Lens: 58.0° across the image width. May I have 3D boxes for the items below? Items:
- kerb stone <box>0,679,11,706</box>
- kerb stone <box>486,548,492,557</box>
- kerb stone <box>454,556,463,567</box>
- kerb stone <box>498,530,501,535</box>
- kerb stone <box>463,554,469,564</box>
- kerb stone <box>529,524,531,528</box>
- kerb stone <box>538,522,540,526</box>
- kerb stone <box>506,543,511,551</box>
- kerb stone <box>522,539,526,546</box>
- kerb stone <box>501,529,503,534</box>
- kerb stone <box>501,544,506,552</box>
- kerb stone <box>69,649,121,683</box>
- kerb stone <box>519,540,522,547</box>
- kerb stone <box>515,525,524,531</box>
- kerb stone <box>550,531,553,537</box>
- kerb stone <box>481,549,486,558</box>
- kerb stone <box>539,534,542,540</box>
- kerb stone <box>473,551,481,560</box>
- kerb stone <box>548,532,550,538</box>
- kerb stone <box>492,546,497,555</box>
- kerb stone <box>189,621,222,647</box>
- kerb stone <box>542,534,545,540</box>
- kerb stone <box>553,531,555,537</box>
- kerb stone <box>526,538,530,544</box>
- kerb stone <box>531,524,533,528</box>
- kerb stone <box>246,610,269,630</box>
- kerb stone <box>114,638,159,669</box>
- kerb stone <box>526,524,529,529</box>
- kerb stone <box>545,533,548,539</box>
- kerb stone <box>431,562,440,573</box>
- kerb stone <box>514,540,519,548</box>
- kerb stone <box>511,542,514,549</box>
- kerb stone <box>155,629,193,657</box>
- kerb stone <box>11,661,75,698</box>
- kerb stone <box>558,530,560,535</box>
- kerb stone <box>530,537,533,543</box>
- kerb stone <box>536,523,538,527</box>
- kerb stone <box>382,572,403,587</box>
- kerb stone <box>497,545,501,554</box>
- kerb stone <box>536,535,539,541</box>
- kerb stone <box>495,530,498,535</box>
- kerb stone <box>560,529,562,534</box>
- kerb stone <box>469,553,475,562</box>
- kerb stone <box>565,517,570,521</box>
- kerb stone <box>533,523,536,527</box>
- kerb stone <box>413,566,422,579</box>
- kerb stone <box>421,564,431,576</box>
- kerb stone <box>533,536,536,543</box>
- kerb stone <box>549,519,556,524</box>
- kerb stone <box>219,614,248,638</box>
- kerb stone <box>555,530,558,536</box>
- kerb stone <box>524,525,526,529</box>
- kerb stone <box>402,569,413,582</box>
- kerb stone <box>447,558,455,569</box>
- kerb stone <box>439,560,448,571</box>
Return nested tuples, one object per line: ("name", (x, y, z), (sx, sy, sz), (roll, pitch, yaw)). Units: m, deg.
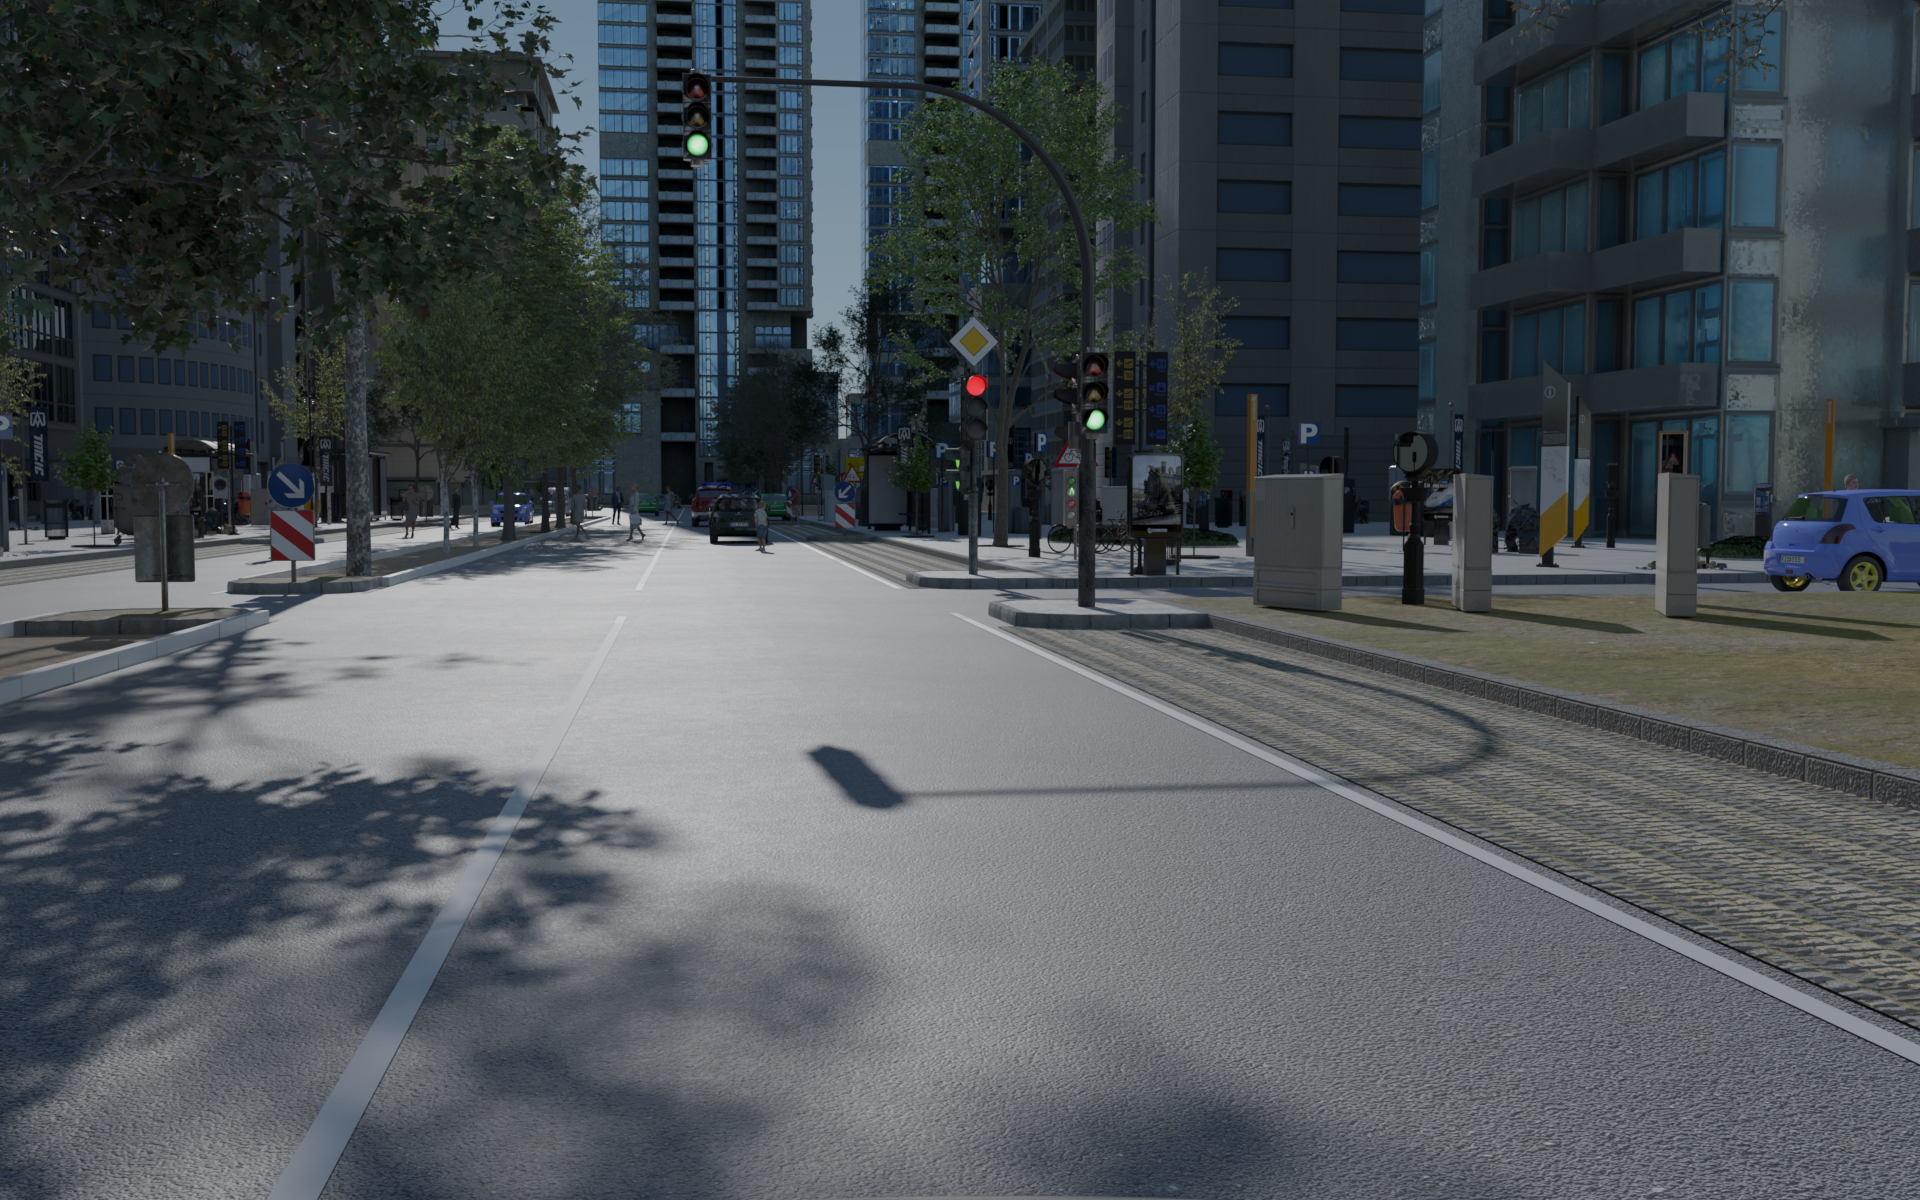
("kerb stone", (-6.540, 0.653, 11.596), (0.120, 0.150, 1.000), (-1, 4, -9))
("kerb stone", (-10.846, -1.055, 39.449), (0.120, 0.150, 1.000), (-1, 4, -9))
("kerb stone", (-10.058, -0.746, 34.398), (0.120, 0.150, 1.000), (-1, 4, -9))
("kerb stone", (-16.213, -2.337, 60.401), (0.120, 0.150, 1.000), (-1, 4, -9))
("kerb stone", (-10.221, -0.808, 35.408), (0.120, 0.150, 1.000), (-1, 4, -9))
("kerb stone", (-17.936, -3.018, 71.553), (0.120, 0.150, 1.000), (-1, 4, -9))
("kerb stone", (-18.563, -3.267, 75.607), (0.120, 0.150, 1.000), (-1, 4, -9))
("kerb stone", (-11.467, -1.302, 43.504), (0.120, 0.150, 1.000), (-1, 4, -9))
("kerb stone", (-12.097, -1.551, 47.548), (0.120, 0.150, 1.000), (-1, 4, -9))
("kerb stone", (-16.361, -2.393, 61.413), (0.120, 0.150, 1.000), (-1, 4, -9))
("kerb stone", (-11.318, -1.241, 42.493), (0.120, 0.150, 1.000), (-1, 4, -9))
("kerb stone", (-6.848, 0.525, 13.616), (0.120, 0.150, 1.000), (-1, 4, -9))
("kerb stone", (-11.942, -1.489, 46.536), (0.120, 0.150, 1.000), (-1, 4, -9))
("kerb stone", (-17.460, -2.833, 68.519), (0.120, 0.150, 1.000), (-1, 4, -9))
("kerb stone", (-13.518, -2.106, 56.677), (0.120, 0.150, 1.000), (-1, 4, -9))
("kerb stone", (-10.691, -0.993, 38.439), (0.120, 0.150, 1.000), (-1, 4, -9))
("kerb stone", (-12.882, -1.856, 52.612), (0.120, 0.150, 1.000), (-1, 4, -9))
("kerb stone", (-10.536, -0.932, 37.428), (0.120, 0.150, 1.000), (-1, 4, -9))
("kerb stone", (-13.353, -2.047, 55.657), (0.120, 0.150, 1.000), (-1, 4, -9))
("kerb stone", (-11.002, -1.117, 40.460), (0.120, 0.150, 1.000), (-1, 4, -9))
("kerb stone", (-7.323, 0.342, 16.650), (0.120, 0.150, 1.000), (-1, 4, -9))
("kerb stone", (-13.038, -1.921, 53.629), (0.120, 0.150, 1.000), (-1, 4, -9))
("kerb stone", (-13.668, -2.171, 57.693), (0.120, 0.150, 1.000), (-1, 4, -9))
("kerb stone", (-12.252, -1.612, 48.568), (0.120, 0.150, 1.000), (-1, 4, -9))
("kerb stone", (-18.087, -3.081, 72.564), (0.120, 0.150, 1.000), (-1, 4, -9))
("kerb stone", (-7.631, 0.219, 18.671), (0.120, 0.150, 1.000), (-1, 4, -9))
("kerb stone", (-7.004, 0.463, 14.630), (0.120, 0.150, 1.000), (-1, 4, -9))
("kerb stone", (-17.772, -2.953, 70.542), (0.120, 0.150, 1.000), (-1, 4, -9))
("kerb stone", (-13.193, -1.983, 54.639), (0.120, 0.150, 1.000), (-1, 4, -9))
("kerb stone", (-9.600, -0.560, 31.356), (0.120, 0.150, 1.000), (-1, 4, -9))
("kerb stone", (-11.783, -1.427, 45.524), (0.120, 0.150, 1.000), (-1, 4, -9))
("kerb stone", (-11.632, -1.363, 44.513), (0.120, 0.150, 1.000), (-1, 4, -9))
("kerb stone", (-7.160, 0.401, 15.640), (0.120, 0.150, 1.000), (-1, 4, -9))
("kerb stone", (-6.700, 0.587, 12.605), (0.120, 0.150, 1.000), (-1, 4, -9))
("kerb stone", (-13.983, -2.293, 59.719), (0.120, 0.150, 1.000), (-1, 4, -9))
("kerb stone", (-12.413, -1.675, 49.577), (0.120, 0.150, 1.000), (-1, 4, -9))
("kerb stone", (-18.405, -3.205, 74.597), (0.120, 0.150, 1.000), (-1, 4, -9))
("kerb stone", (-8.966, -0.311, 27.288), (0.120, 0.150, 1.000), (-1, 4, -9))
("kerb stone", (-11.160, -1.179, 41.476), (0.120, 0.150, 1.000), (-1, 4, -9))
("kerb stone", (-12.718, -1.798, 51.599), (0.120, 0.150, 1.000), (-1, 4, -9))
("kerb stone", (-16.051, -2.275, 59.391), (0.120, 0.150, 1.000), (-1, 4, -9))
("kerb stone", (-14.137, -2.357, 60.740), (0.120, 0.150, 1.000), (-1, 4, -9))
("kerb stone", (-10.378, -0.861, 36.419), (0.120, 0.150, 1.000), (-1, 4, -9))
("kerb stone", (-21.843, -4.569, 96.897), (0.120, 0.150, 1.000), (-1, 4, -9))
("kerb stone", (-18.244, -3.143, 73.587), (0.120, 0.150, 1.000), (-1, 4, -9))
("kerb stone", (-9.285, -0.434, 29.313), (0.120, 0.150, 1.000), (-1, 4, -9))
("kerb stone", (-9.440, -0.498, 30.334), (0.120, 0.150, 1.000), (-1, 4, -9))
("kerb stone", (-12.575, -1.736, 50.587), (0.120, 0.150, 1.000), (-1, 4, -9))
("kerb stone", (-20.132, -3.882, 85.751), (0.120, 0.150, 1.000), (-1, 4, -9))
("kerb stone", (-7.474, 0.277, 17.660), (0.120, 0.150, 1.000), (-1, 4, -9))
("kerb stone", (-13.823, -2.231, 58.707), (0.120, 0.150, 1.000), (-1, 4, -9))
("kerb stone", (-17.620, -2.888, 69.530), (0.120, 0.150, 1.000), (-1, 4, -9))
("kerb stone", (-9.121, -0.373, 28.298), (0.120, 0.150, 1.000), (-1, 4, -9))
("kerb stone", (-9.907, -0.684, 33.384), (0.120, 0.150, 1.000), (-1, 4, -9))
("kerb stone", (-9.756, -0.622, 32.370), (0.120, 0.150, 1.000), (-1, 4, -9))
